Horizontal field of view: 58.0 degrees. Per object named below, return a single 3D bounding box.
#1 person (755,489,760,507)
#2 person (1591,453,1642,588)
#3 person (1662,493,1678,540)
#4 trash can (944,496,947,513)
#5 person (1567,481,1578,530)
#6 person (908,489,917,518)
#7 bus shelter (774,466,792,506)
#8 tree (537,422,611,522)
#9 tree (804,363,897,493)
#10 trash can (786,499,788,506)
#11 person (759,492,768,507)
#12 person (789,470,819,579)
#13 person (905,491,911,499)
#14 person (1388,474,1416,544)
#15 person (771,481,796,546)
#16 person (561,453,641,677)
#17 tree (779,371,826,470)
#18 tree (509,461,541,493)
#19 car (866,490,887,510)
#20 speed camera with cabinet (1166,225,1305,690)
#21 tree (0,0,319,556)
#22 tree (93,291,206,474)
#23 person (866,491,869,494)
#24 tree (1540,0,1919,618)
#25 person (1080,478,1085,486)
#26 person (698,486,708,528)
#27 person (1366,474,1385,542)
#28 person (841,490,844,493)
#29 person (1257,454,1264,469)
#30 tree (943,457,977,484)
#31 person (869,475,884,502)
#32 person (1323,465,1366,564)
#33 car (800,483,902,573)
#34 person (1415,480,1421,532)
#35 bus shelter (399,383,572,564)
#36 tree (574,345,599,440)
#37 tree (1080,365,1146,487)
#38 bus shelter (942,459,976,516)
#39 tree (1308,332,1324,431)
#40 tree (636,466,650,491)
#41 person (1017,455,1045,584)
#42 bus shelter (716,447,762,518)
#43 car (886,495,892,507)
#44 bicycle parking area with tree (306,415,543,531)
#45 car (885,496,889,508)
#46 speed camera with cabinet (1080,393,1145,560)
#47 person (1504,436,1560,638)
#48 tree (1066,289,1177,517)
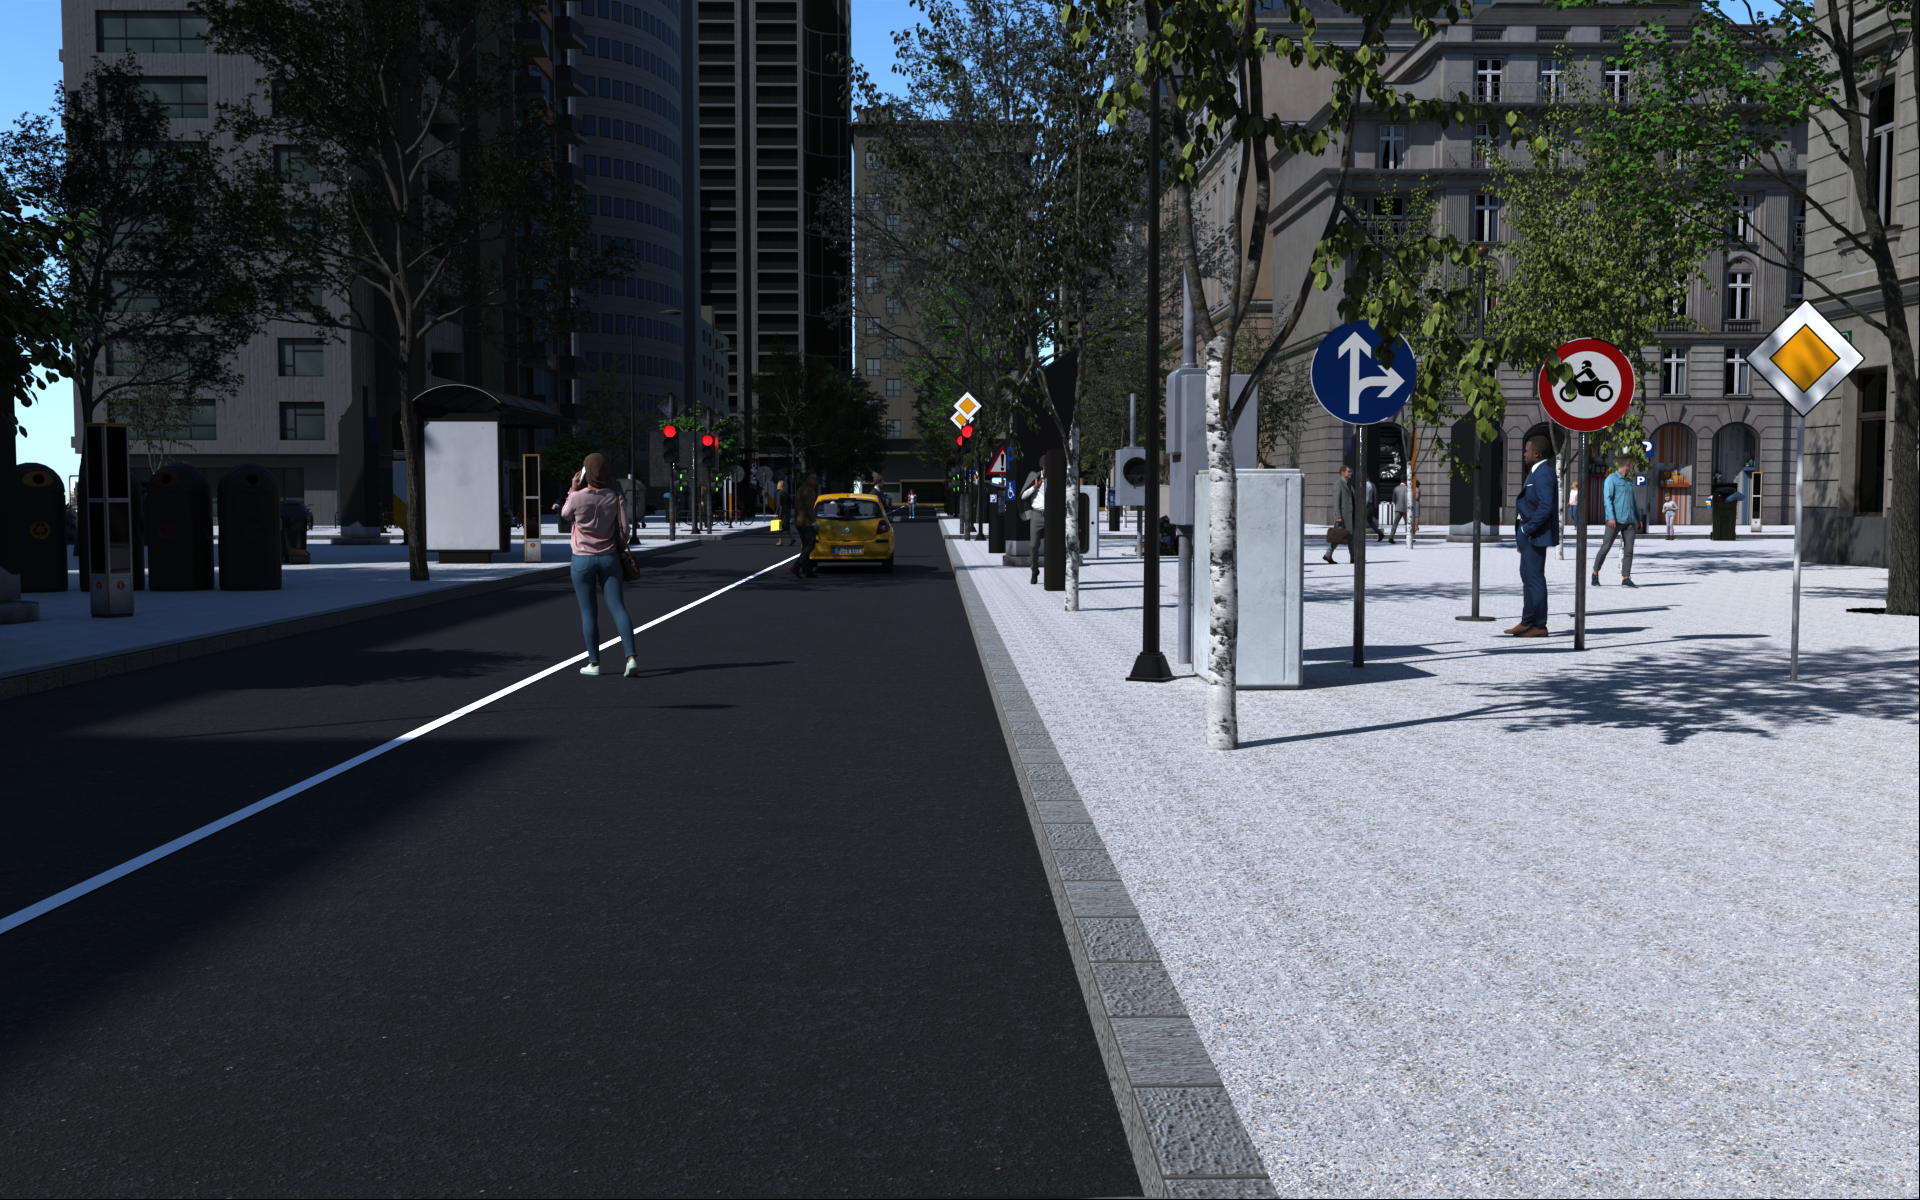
[{"bbox_3d":[-17.893,-8.837,151.045,0.721,1.766,1.217,3,5,43],"label":"person"},{"bbox_3d":[9.078,-1.100,23.883,0.638,1.841,0.748,-1,4,-16],"label":"person"},{"bbox_3d":[19.739,-2.314,48.152,0.425,1.301,0.394,2,4,29],"label":"person"},{"bbox_3d":[-0.790,-6.624,119.952,0.748,1.137,0.748,0,3,0],"label":"trash can"},{"bbox_3d":[22.089,-3.393,62.190,0.598,1.740,0.731,-2,4,-32],"label":"person"},{"bbox_3d":[-2.811,-5.699,102.518,0.563,1.720,0.643,1,4,9],"label":"person"},{"bbox_3d":[-12.771,-8.070,125.870,2.014,3.302,5.546,0,4,-1],"label":"bus shelter"},{"bbox_3d":[-17.688,-5.858,79.488,4.285,4.588,4.351,0,3,0],"label":"tree"},{"bbox_3d":[-10.899,-15.978,167.893,9.857,13.997,8.962,0,3,0],"label":"tree"},{"bbox_3d":[-11.933,-6.696,121.132,0.748,1.137,0.748,0,3,0],"label":"trash can"},{"bbox_3d":[-15.285,-7.681,134.865,0.697,1.427,0.421,0,3,0],"label":"person"},{"bbox_3d":[-2.608,-1.284,29.408,0.656,1.842,0.836,2,4,30],"label":"person"},{"bbox_3d":[-6.022,-12.023,205.020,0.705,1.831,1.348,2,4,32],"label":"person"},{"bbox_3d":[11.407,-2.349,44.726,0.850,1.792,0.678,-2,4,-34],"label":"person"},{"bbox_3d":[-4.530,-2.395,47.881,1.509,1.804,0.699,-1,4,-23],"label":"person"},{"bbox_3d":[-2.783,-0.277,13.612,0.593,1.750,0.643,-2,4,-27],"label":"person"},{"bbox_3d":[-10.708,-13.090,139.781,9.928,11.665,9.643,0,3,0],"label":"tree"},{"bbox_3d":[-22.109,-5.721,88.136,1.663,3.219,1.824,0,3,0],"label":"tree"},{"bbox_3d":[-7.635,-8.948,154.972,2.281,1.827,5.304,0,4,-3],"label":"car"},{"bbox_3d":[1.920,-1.093,12.204,0.660,3.252,2.038,0,4,-3],"label":"speed camera with cabinet"},{"bbox_3d":[-17.925,-6.196,35.720,7.601,10.594,8.767,-1,4,-13],"label":"tree"},{"bbox_3d":[-28.964,-6.838,62.156,4.360,8.622,3.978,0,3,0],"label":"tree"},{"bbox_3d":[-7.996,-8.534,148.746,1.217,1.735,0.721,2,4,27],"label":"person"},{"bbox_3d":[10.142,-5.659,18.281,9.928,11.665,9.643,0,3,0],"label":"tree"},{"bbox_3d":[4.076,-3.284,59.709,0.580,1.828,0.573,2,4,25],"label":"person"},{"bbox_3d":[-9.783,-3.664,65.862,0.836,1.842,0.656,-2,4,-31],"label":"person"},{"bbox_3d":[10.949,-2.460,46.369,0.850,1.850,0.679,1,4,23],"label":"person"},{"bbox_3d":[-12.031,-10.475,178.243,0.756,1.711,0.436,2,4,27],"label":"person"},{"bbox_3d":[3.451,-0.842,20.397,0.643,1.750,0.593,-3,5,-44],"label":"person"},{"bbox_3d":[0.211,-9.399,137.381,4.285,4.588,4.351,0,3,0],"label":"tree"},{"bbox_3d":[-1.854,-1.886,39.108,0.755,1.850,0.659,0,4,-6],"label":"person"},{"bbox_3d":[7.092,-1.574,31.884,0.767,1.812,0.694,2,4,34],"label":"person"},{"bbox_3d":[-2.107,-1.381,32.806,2.015,1.641,3.980,0,4,-3],"label":"car"},{"bbox_3d":[15.349,-3.202,58.754,0.532,1.782,0.716,1,4,10],"label":"person"},{"bbox_3d":[-9.268,-2.476,34.399,2.014,3.302,5.546,0,4,-1],"label":"bus shelter"},{"bbox_3d":[-17.112,-8.290,85.898,4.737,8.622,4.395,0,3,0],"label":"tree"},{"bbox_3d":[9.254,-10.949,113.432,7.601,10.594,8.767,0,4,-4],"label":"tree"},{"bbox_3d":[0.010,-7.849,105.968,2.179,5.291,8.768,0,4,-1],"label":"bus shelter"},{"bbox_3d":[11.079,-6.903,63.218,4.360,8.622,3.978,0,3,0],"label":"tree"},{"bbox_3d":[-22.008,-7.511,117.411,1.663,3.219,1.824,0,3,0],"label":"tree"},{"bbox_3d":[1.142,-1.115,24.370,0.679,1.850,0.850,0,4,-6],"label":"person"},{"bbox_3d":[-11.469,-6.048,90.170,1.731,3.624,6.357,0,4,-1],"label":"bus shelter"},{"bbox_3d":[-8.773,-11.468,200.080,1.945,1.354,3.894,0,4,-1],"label":"car"},{"bbox_3d":[-19.631,-4.657,63.145,8.231,4.147,9.016,1,4,12],"label":"bicycle parking area with tree"},{"bbox_3d":[-8.489,-10.437,183.014,2.083,1.381,4.827,0,4,-3],"label":"car"},{"bbox_3d":[2.730,-2.420,33.908,2.038,3.252,0.660,0,4,-4],"label":"speed camera with cabinet"},{"bbox_3d":[5.166,-0.570,15.542,0.419,1.800,0.721,1,4,9],"label":"person"},{"bbox_3d":[8.498,-10.870,95.850,7.486,12.596,7.792,0,3,0],"label":"tree"}]
